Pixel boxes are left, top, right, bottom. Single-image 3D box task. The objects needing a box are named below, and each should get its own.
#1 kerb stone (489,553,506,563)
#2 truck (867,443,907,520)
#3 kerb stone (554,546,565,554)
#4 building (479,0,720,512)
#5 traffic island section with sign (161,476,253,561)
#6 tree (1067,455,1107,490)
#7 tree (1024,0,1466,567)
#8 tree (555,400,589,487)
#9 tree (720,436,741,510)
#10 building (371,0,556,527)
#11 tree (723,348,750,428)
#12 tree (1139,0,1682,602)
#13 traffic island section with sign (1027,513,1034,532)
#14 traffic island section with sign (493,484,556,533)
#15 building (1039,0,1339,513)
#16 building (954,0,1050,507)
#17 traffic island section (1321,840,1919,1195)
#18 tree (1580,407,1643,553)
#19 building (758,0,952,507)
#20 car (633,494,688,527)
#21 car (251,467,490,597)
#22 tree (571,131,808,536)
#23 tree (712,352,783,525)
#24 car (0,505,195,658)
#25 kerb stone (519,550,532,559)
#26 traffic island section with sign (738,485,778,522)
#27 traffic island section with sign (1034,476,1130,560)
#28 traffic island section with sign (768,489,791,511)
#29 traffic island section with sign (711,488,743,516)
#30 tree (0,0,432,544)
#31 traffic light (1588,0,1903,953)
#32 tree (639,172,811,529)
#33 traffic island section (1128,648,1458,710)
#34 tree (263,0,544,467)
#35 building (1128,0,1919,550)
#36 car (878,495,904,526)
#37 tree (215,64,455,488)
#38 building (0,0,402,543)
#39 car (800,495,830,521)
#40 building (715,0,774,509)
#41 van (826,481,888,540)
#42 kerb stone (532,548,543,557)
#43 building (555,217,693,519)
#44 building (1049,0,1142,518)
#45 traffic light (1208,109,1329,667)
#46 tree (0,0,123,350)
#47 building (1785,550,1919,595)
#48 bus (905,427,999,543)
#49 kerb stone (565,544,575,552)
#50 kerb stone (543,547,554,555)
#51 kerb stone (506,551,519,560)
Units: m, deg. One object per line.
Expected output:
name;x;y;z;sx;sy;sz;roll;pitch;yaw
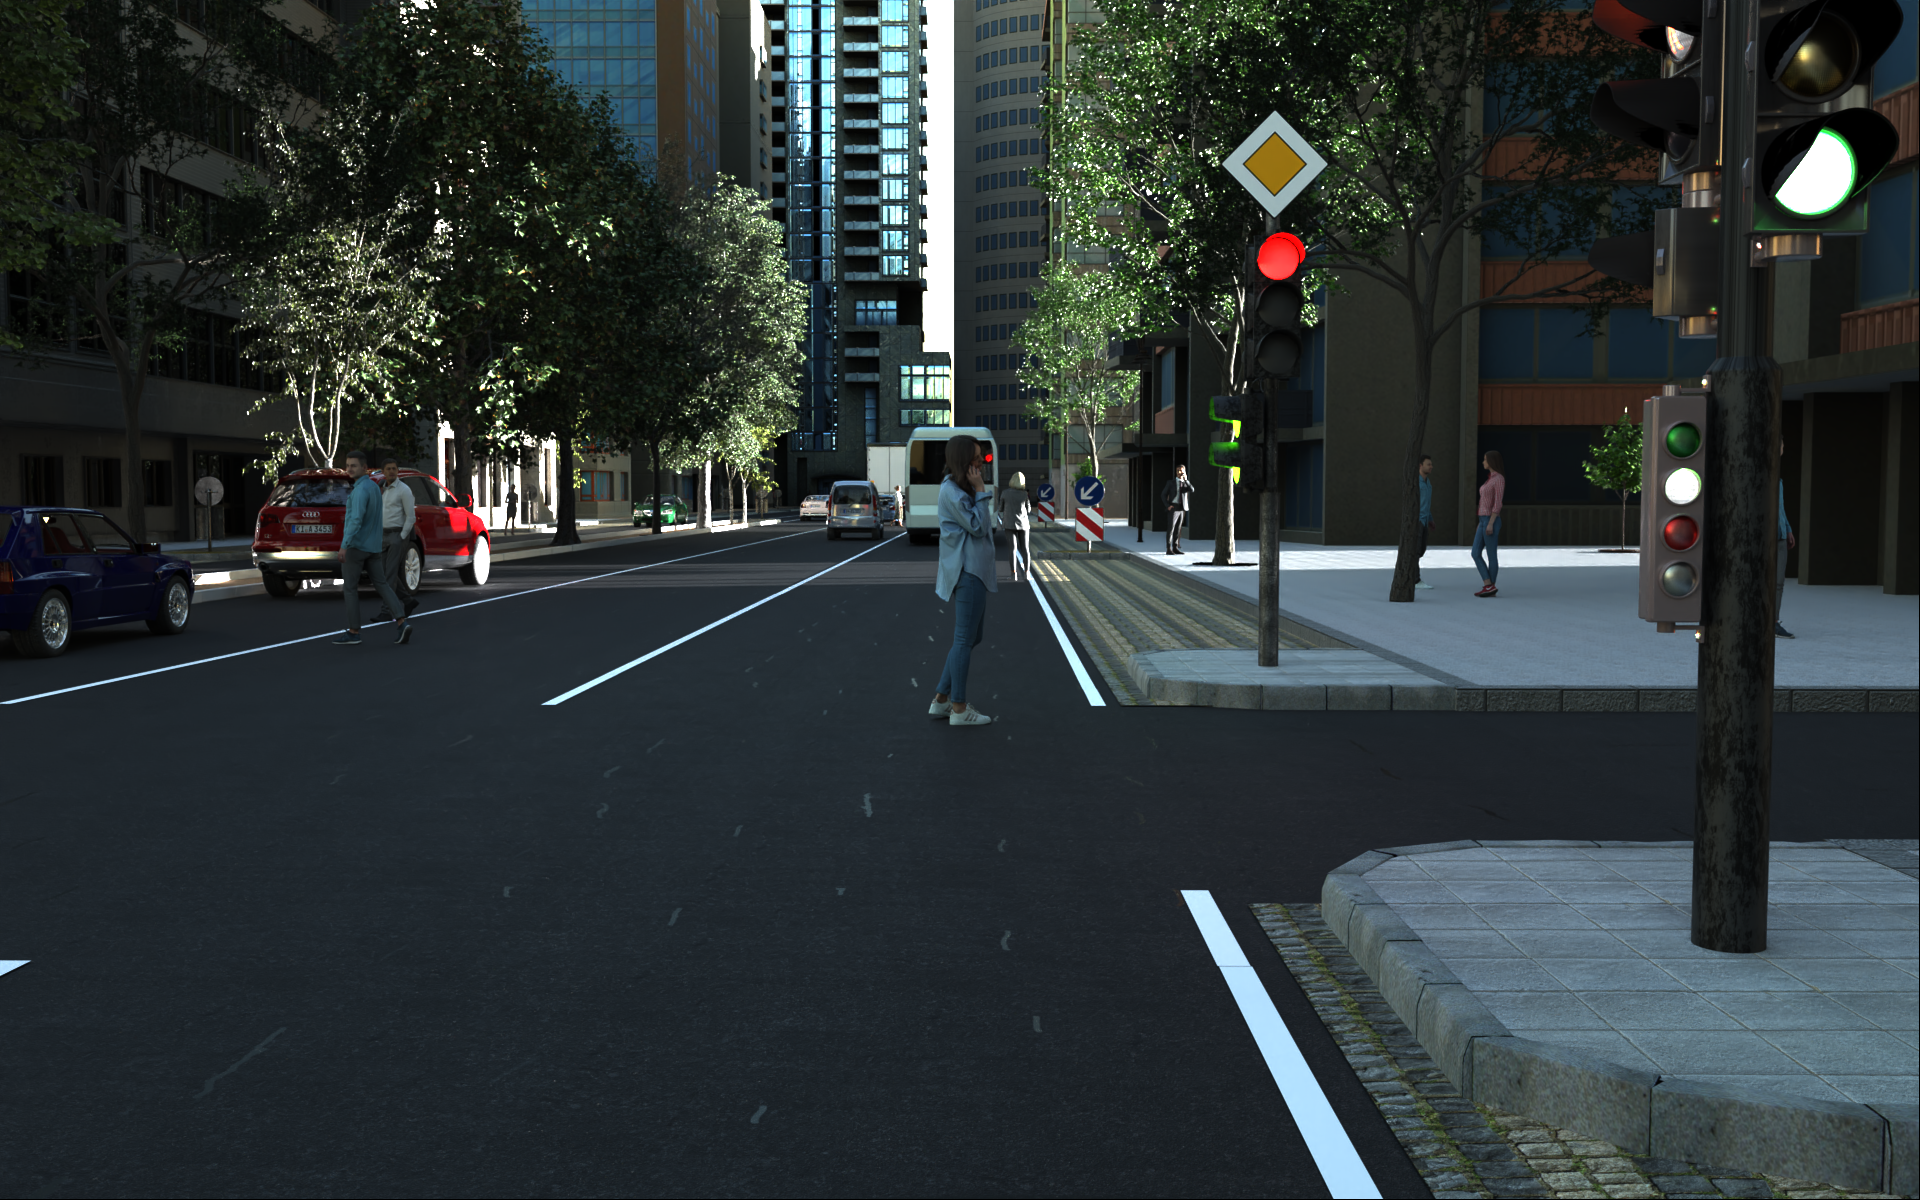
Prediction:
kerb stone;-9.883;-0.889;36.737;0.120;0.150;1.000;0;4;1
truck;-3.665;-6.792;99.962;2.839;4.237;11.283;0;4;2
kerb stone;-9.786;-1.202;41.855;0.120;0.150;1.000;0;4;1
building;-25.262;-28.970;123.771;14.600;45.320;14.200;0;4;1
traffic island section with sign;-16.622;-1.786;37.834;1.989;1.847;2.006;0;4;1
tree;6.288;-5.495;84.451;1.663;3.219;1.824;0;3;0
tree;4.921;-6.423;30.773;9.928;11.665;9.643;0;3;0
tree;-18.871;-8.046;81.908;4.737;8.622;4.395;0;3;0
tree;-18.464;-11.355;136.014;4.360;8.622;3.978;0;3;0
building;-23.489;-13.108;69.060;10.420;20.320;16.860;0;4;1
tree;-10.869;-7.840;47.646;9.611;12.733;9.660;0;3;0
tree;5.559;-5.244;20.154;7.601;10.594;8.767;2;4;31
traffic island section with sign;3.110;-3.471;65.379;1.989;1.847;2.006;0;4;1
traffic island section with sign;-16.208;-3.435;64.786;1.989;1.847;2.006;0;4;1
building;18.087;-30.207;148.514;22.147;44.769;28.867;0;4;1
building;13.413;-39.050;180.471;28.212;58.520;21.231;0;4;1
traffic island section;2.203;1.060;4.954;2.009;0.180;2.903;0;4;1
tree;14.727;-2.662;38.118;1.663;3.219;1.824;0;3;0
building;-16.437;-53.091;180.707;31.000;86.520;22.319;0;4;1
car;-13.176;-3.947;76.324;2.131;1.459;4.920;0;4;0
car;-8.594;-1.043;25.727;2.281;1.827;5.304;0;4;2
tree;-10.304;-8.910;58.504;12.009;13.543;11.850;0;3;0
tree;-10.200;-7.893;81.877;4.737;8.622;4.395;0;3;0
car;-8.808;-0.238;16.479;1.945;1.354;3.894;0;4;-1
kerb stone;-9.841;-1.015;38.784;0.120;0.150;1.000;0;4;1
traffic island section with sign;-10.145;-4.881;87.933;2.006;1.907;1.989;0;4;1
traffic island section with sign;2.714;-1.823;38.426;1.989;1.847;2.006;0;4;1
traffic island section with sign;-15.031;-8.227;143.138;1.989;1.847;2.006;0;4;1
traffic island section with sign;-15.442;-6.521;115.254;1.989;1.847;2.006;0;4;1
tree;-11.157;-5.308;23.659;8.767;10.594;7.601;0;4;1
traffic light;0.070;-1.839;4.731;4.771;5.953;1.251;0;4;1
tree;-10.353;-9.810;69.504;9.857;13.997;8.962;0;3;0
traffic island section;2.323;0.571;12.938;2.009;0.180;2.903;0;4;1
tree;-10.769;-7.209;37.336;9.611;12.733;9.660;0;3;0
building;16.145;-24.500;55.201;22.147;44.769;28.867;0;4;1
car;-3.553;-4.094;78.936;2.014;1.417;4.499;0;4;-1
tree;-10.874;-4.707;29.784;4.360;8.622;3.978;0;3;0
building;-26.436;-13.852;45.554;14.314;24.678;30.058;0;4;1
car;-7.531;-4.944;93.195;2.083;1.381;4.827;0;4;1
building;-28.411;-32.412;153.632;21.600;48.544;21.300;0;4;1
van;-3.317;-2.951;55.266;2.013;2.044;4.112;0;3;0
kerb stone;-9.831;-1.077;39.806;0.120;0.150;1.000;0;4;1
building;-32.254;-15.783;103.091;27.650;21.520;28.899;0;4;1
building;12.805;-26.241;112.627;14.154;41.232;14.086;0;4;1
traffic light;2.284;-1.462;12.825;0.839;4.253;0.868;0;4;1
tree;-11.337;-5.808;15.551;7.486;12.596;7.792;0;3;0
building;25.272;-22.449;21.672;28.867;44.769;22.147;0;4;1
bus;-0.319;-3.621;54.060;2.948;3.499;13.247;0;4;-1
kerb stone;-9.785;-1.264;42.878;0.120;0.150;1.000;0;4;1
kerb stone;-9.812;-1.140;40.828;0.120;0.150;1.000;0;4;1
kerb stone;-9.856;-0.952;37.759;0.120;0.150;1.000;0;4;1
